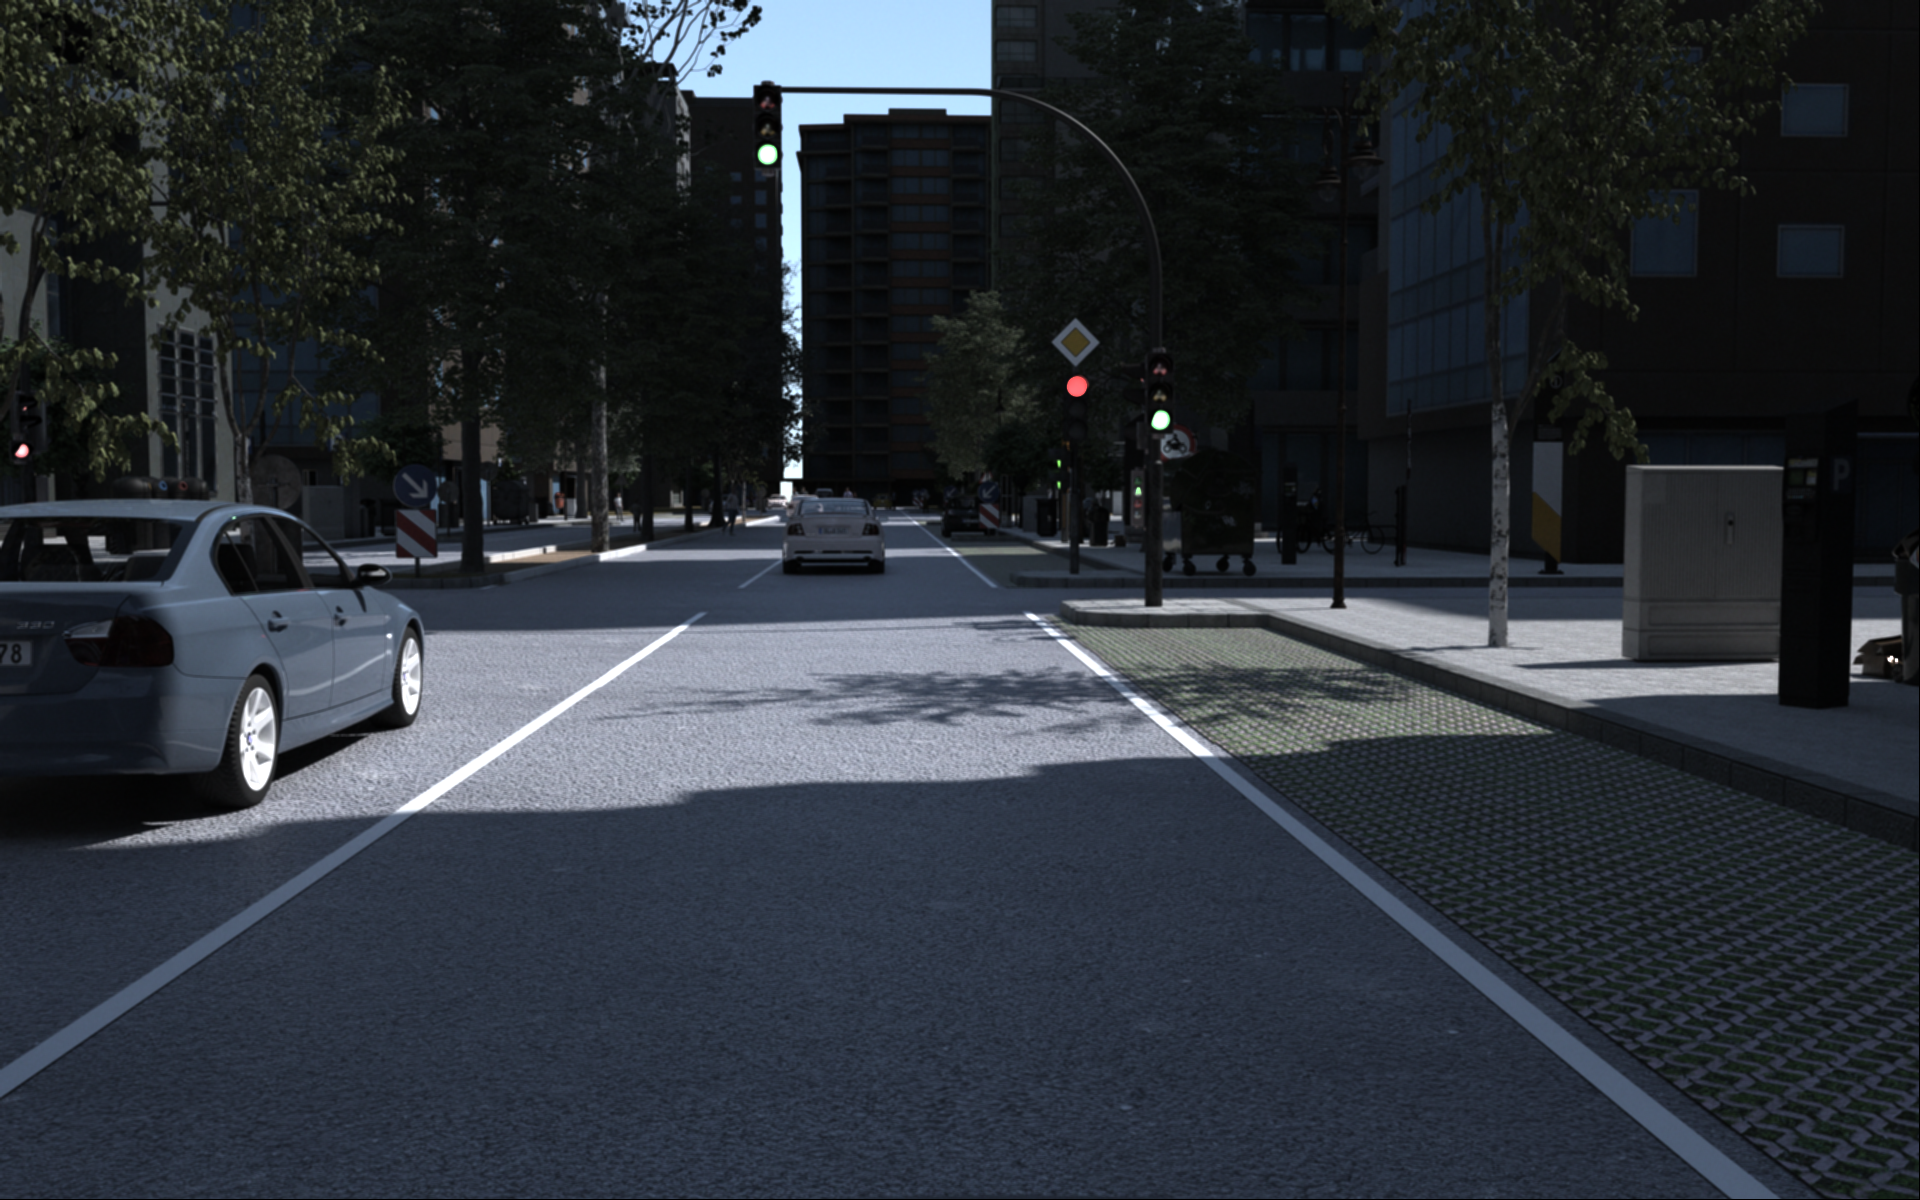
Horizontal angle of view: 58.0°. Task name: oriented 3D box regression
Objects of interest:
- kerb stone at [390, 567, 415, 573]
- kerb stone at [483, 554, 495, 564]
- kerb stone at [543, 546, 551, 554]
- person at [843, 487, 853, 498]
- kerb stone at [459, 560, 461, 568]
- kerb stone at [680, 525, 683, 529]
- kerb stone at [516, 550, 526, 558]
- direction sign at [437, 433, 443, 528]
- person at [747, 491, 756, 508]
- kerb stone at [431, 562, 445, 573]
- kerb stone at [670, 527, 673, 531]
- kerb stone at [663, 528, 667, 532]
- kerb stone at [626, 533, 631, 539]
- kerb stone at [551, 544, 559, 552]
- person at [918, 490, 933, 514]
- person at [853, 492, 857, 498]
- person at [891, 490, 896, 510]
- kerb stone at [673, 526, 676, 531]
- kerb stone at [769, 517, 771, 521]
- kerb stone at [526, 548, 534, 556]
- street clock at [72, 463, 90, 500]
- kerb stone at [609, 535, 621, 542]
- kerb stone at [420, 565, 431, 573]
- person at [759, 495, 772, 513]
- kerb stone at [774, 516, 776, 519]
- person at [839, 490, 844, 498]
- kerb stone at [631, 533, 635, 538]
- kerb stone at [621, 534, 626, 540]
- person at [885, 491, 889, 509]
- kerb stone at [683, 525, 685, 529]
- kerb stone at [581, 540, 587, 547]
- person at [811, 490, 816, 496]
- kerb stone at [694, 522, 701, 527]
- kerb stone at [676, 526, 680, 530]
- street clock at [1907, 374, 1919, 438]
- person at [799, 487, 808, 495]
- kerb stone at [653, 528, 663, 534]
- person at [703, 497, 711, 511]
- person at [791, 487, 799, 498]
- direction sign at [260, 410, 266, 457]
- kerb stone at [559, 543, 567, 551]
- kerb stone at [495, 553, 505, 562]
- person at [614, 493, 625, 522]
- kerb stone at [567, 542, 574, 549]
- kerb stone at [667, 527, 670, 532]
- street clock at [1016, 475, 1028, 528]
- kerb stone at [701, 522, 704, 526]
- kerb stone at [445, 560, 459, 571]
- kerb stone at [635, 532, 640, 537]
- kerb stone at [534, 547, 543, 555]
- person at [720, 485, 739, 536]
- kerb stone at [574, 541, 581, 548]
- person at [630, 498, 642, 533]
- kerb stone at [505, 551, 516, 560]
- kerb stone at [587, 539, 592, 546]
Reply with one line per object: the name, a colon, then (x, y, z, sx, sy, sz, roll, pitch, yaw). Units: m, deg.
kerb stone: (-9.480, -0.436, 29.339, 0.120, 0.150, 1.000, 0, 4, -3)
kerb stone: (-9.759, -0.812, 35.503, 0.120, 0.150, 1.000, 0, 4, -3)
kerb stone: (-10.039, -1.189, 41.632, 0.120, 0.150, 1.000, 0, 4, -3)
person: (-6.901, -5.940, 105.481, 0.709, 1.838, 0.599, 1, 4, 21)
kerb stone: (-9.659, -0.688, 33.448, 0.120, 0.150, 1.000, 0, 4, -3)
kerb stone: (-11.316, -2.880, 69.291, 0.120, 0.150, 1.000, 0, 4, -3)
kerb stone: (-9.893, -1.001, 38.567, 0.120, 0.150, 1.000, 0, 4, -3)
direction sign: (-19.410, -4.444, 64.650, 0.379, 3.537, 0.876, -2, 4, -27)
person: (-20.742, -9.970, 172.220, 1.217, 1.735, 0.721, 2, 4, 29)
kerb stone: (-9.569, -0.563, 31.402, 0.120, 0.150, 1.000, 0, 4, -3)
kerb stone: (-11.182, -2.693, 66.219, 0.120, 0.150, 1.000, 0, 4, -3)
kerb stone: (-11.077, -2.564, 64.163, 0.120, 0.150, 1.000, 0, 4, -3)
kerb stone: (-10.659, -2.001, 54.947, 0.120, 0.150, 1.000, 0, 4, -3)
kerb stone: (-10.088, -1.252, 42.658, 0.120, 0.150, 1.000, 0, 4, -3)
person: (-2.516, -7.212, 127.144, 1.217, 1.736, 0.721, 0, 4, 0)
person: (-10.887, -10.348, 179.163, 0.415, 1.643, 0.593, 1, 4, 13)
person: (-5.821, -8.766, 151.816, 0.705, 1.826, 1.348, 1, 4, 8)
kerb stone: (-11.226, -2.756, 67.248, 0.120, 0.150, 1.000, 0, 4, -3)
kerb stone: (-10.260, -4.261, 91.861, 0.120, 0.150, 1.000, 0, 4, -3)
kerb stone: (-9.946, -1.064, 39.587, 0.120, 0.150, 1.000, 0, 4, -3)
street clock: (-20.736, -2.222, 40.897, 0.471, 2.002, 0.358, 3, 5, 42)
kerb stone: (-10.564, -1.875, 52.901, 0.120, 0.150, 1.000, 0, 4, -3)
kerb stone: (-9.522, -0.500, 30.373, 0.120, 0.150, 1.000, 0, 4, -3)
person: (-15.135, -7.667, 133.875, 0.705, 1.822, 1.348, 3, 5, 42)
kerb stone: (-10.449, -4.511, 95.953, 0.120, 0.150, 1.000, 0, 4, -3)
person: (-10.135, -8.541, 148.161, 0.705, 1.821, 1.348, 1, 4, 13)
kerb stone: (-10.703, -2.066, 55.968, 0.120, 0.150, 1.000, 0, 4, -3)
kerb stone: (-10.608, -1.941, 53.924, 0.120, 0.150, 1.000, 0, 4, -3)
person: (-6.789, -9.373, 162.671, 0.530, 1.710, 0.541, 0, 4, 8)
kerb stone: (-11.367, -2.936, 70.323, 0.120, 0.150, 1.000, 0, 4, -3)
kerb stone: (-10.285, -1.498, 46.761, 0.120, 0.150, 1.000, 0, 4, -3)
person: (-12.632, -8.662, 150.134, 1.348, 1.824, 0.705, 2, 4, 34)
kerb stone: (-11.643, -3.319, 76.463, 0.120, 0.150, 1.000, 0, 4, -3)
kerb stone: (-11.273, -2.818, 68.269, 0.120, 0.150, 1.000, 0, 4, -3)
street clock: (5.325, -0.287, 9.269, 0.471, 2.002, 0.358, 3, 4, 37)
person: (-8.717, -5.460, 97.578, 0.655, 1.846, 0.447, -2, 4, -30)
kerb stone: (-11.029, -2.504, 63.139, 0.120, 0.150, 1.000, 0, 4, -3)
person: (-19.324, -7.526, 132.237, 0.721, 1.739, 1.217, 1, 4, 22)
person: (-8.684, -5.062, 91.363, 0.778, 1.811, 0.616, -1, 4, -9)
direction sign: (-18.866, -3.361, 46.948, 0.379, 3.537, 0.876, -1, 4, -15)
kerb stone: (-10.135, -1.314, 43.680, 0.120, 0.150, 1.000, 0, 4, -3)
kerb stone: (-9.809, -0.876, 36.524, 0.120, 0.150, 1.000, 0, 4, -3)
person: (-17.669, -4.818, 89.867, 0.523, 1.515, 0.503, 1, 4, 19)
kerb stone: (-10.180, -1.373, 44.701, 0.120, 0.150, 1.000, 0, 4, -3)
kerb stone: (-11.127, -2.629, 65.186, 0.120, 0.150, 1.000, 0, 4, -3)
street clock: (2.312, -3.675, 64.662, 0.358, 2.002, 0.471, 3, 5, 43)
kerb stone: (-11.696, -3.382, 77.486, 0.120, 0.150, 1.000, 0, 4, -3)
kerb stone: (-9.614, -0.626, 32.423, 0.120, 0.150, 1.000, 0, 4, -3)
kerb stone: (-10.749, -2.126, 56.989, 0.120, 0.150, 1.000, 0, 4, -3)
kerb stone: (-9.997, -1.126, 40.608, 0.120, 0.150, 1.000, 0, 4, -3)
person: (-7.982, -3.087, 59.640, 0.598, 1.740, 0.731, 1, 4, 12)
kerb stone: (-10.227, -1.439, 45.728, 0.120, 0.150, 1.000, 0, 4, -3)
person: (-11.530, -2.993, 61.700, 0.475, 1.303, 0.640, 0, 4, 1)
kerb stone: (-9.849, -0.939, 37.545, 0.120, 0.150, 1.000, 0, 4, -3)
kerb stone: (-10.320, -1.565, 47.788, 0.120, 0.150, 1.000, 0, 4, -3)
